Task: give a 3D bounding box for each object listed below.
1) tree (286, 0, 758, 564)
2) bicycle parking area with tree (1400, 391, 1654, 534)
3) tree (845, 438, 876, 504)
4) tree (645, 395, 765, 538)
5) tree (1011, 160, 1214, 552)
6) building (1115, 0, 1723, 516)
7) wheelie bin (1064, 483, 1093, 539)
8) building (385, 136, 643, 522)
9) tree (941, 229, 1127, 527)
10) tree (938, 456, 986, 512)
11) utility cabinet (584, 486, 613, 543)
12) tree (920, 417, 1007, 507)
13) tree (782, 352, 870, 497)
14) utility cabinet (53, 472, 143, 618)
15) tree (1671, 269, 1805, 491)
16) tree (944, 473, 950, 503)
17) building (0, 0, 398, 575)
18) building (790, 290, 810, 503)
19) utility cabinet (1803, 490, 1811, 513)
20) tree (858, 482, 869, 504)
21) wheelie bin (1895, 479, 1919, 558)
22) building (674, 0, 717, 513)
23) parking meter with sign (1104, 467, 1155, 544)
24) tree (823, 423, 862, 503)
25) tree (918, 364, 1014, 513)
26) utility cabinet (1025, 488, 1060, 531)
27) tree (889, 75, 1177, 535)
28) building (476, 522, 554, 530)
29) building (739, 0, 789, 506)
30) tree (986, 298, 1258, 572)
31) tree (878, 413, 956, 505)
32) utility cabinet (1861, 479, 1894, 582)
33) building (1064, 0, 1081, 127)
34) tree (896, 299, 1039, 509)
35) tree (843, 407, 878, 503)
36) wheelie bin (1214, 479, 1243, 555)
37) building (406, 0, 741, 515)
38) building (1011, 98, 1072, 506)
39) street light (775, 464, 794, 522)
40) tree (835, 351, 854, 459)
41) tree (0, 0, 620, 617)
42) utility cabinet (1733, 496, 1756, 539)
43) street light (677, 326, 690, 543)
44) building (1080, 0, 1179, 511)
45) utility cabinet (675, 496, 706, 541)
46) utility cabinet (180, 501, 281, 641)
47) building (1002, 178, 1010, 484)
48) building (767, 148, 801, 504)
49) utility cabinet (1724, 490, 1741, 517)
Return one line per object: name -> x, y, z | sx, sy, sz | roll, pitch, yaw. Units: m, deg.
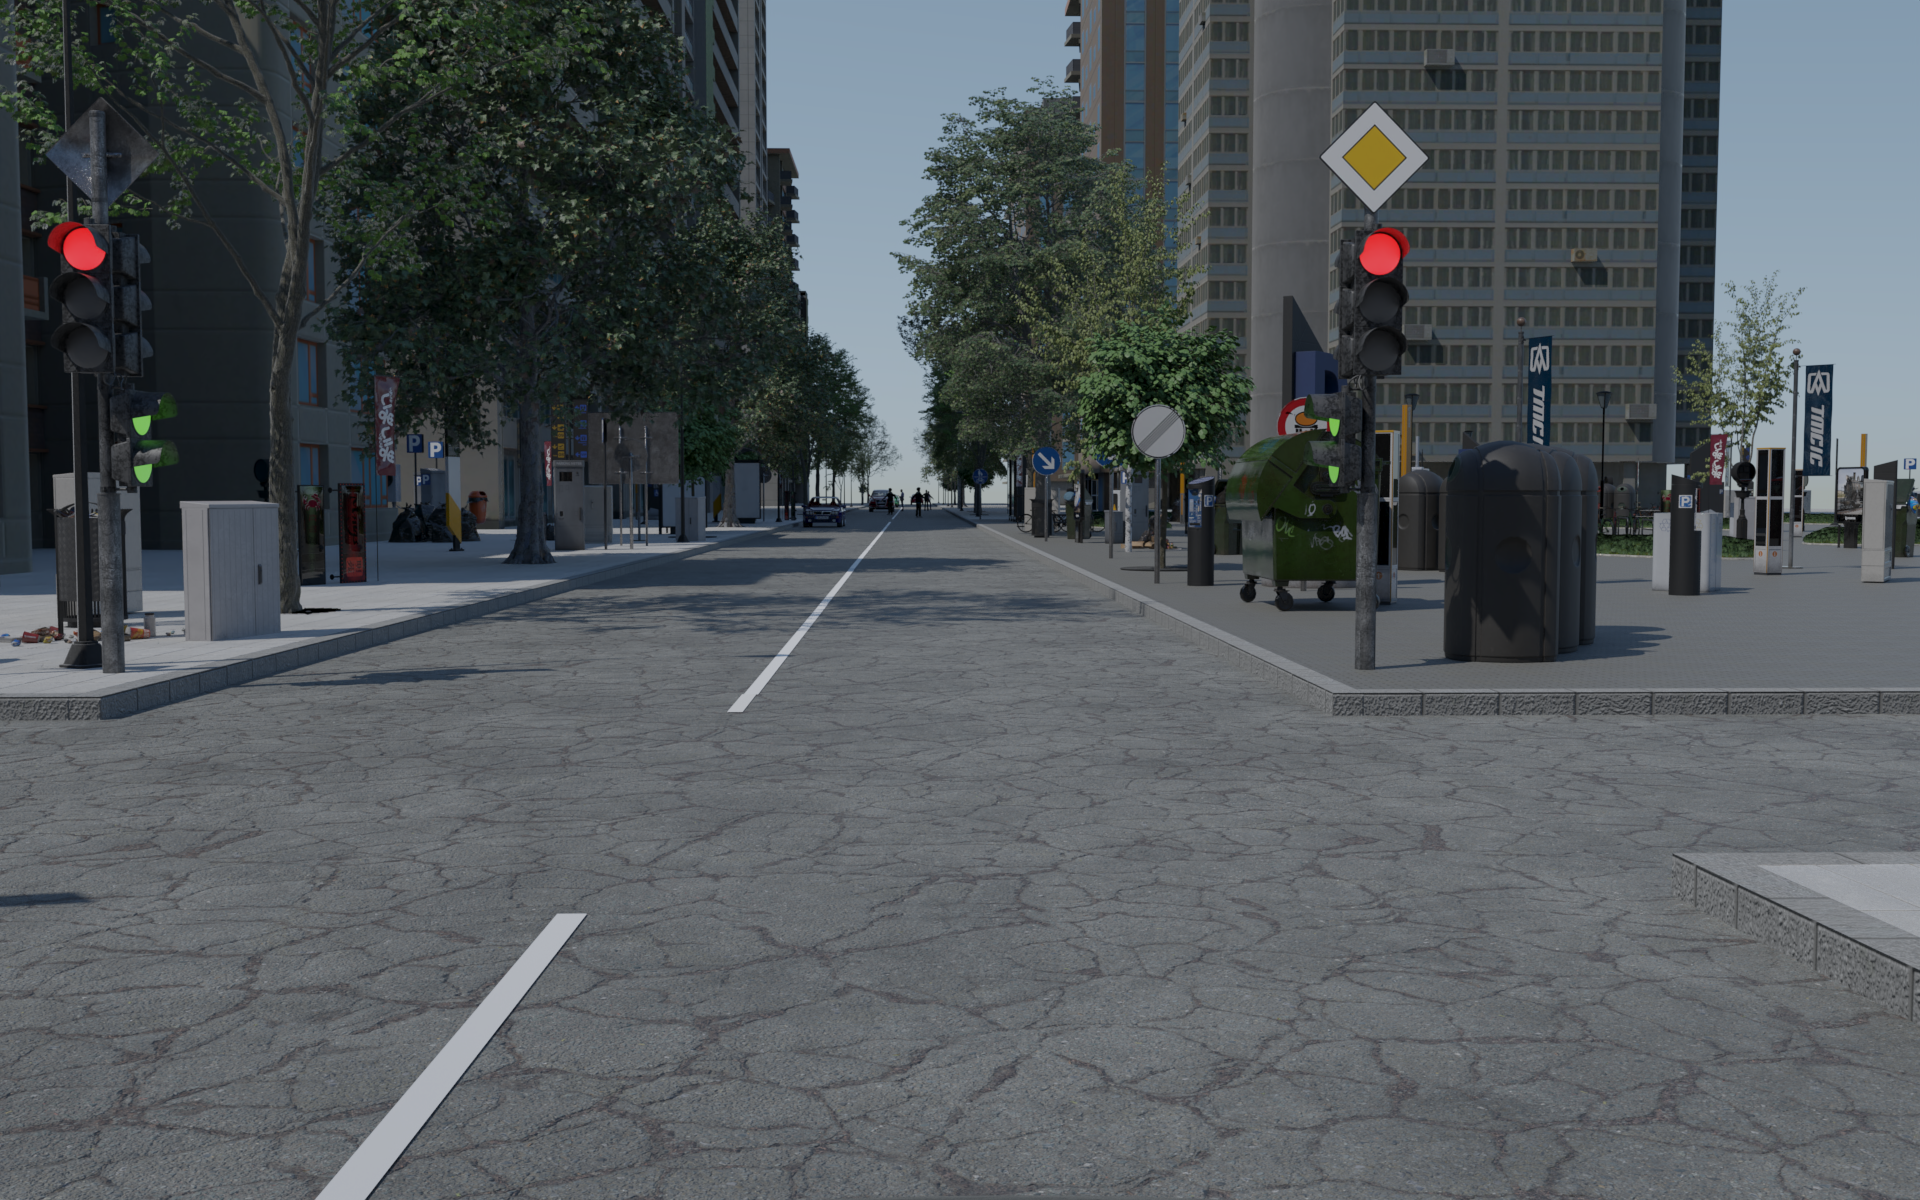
tree -> -7.936, -7.024, 31.854 | 9.611, 12.733, 9.660 | 0, 3, 0
bicycle parking area with tree -> 15.358, -3.781, 48.823 | 8.231, 4.147, 9.016 | 2, 4, 26
tree -> -13.045, -17.047, 229.084 | 4.360, 8.622, 3.978 | 0, 3, 0
tree -> -7.966, -4.114, 50.981 | 4.285, 4.588, 4.351 | 0, 3, 0
tree -> 3.570, -5.378, 38.291 | 4.737, 8.622, 4.395 | 0, 3, 0
building -> 25.773, -24.993, 100.523 | 32.217, 40.220, 23.993 | 0, 4, -2
wheelie bin -> 3.344, -2.527, 49.225 | 0.693, 1.594, 0.980 | 2, 4, 26
building -> -28.091, -28.950, 97.038 | 21.300, 48.544, 21.600 | 0, 4, -2
tree -> 2.844, -8.639, 67.008 | 9.928, 11.665, 9.643 | 0, 3, 0
tree -> 1.203, -8.766, 127.044 | 4.285, 4.588, 4.351 | 0, 3, 0
utility cabinet -> -9.618, -2.218, 44.936 | 1.173, 1.500, 0.318 | 0, 4, -6
tree -> 0.375, -15.638, 172.692 | 9.611, 12.733, 9.660 | 0, 3, 0
tree -> -10.323, -12.986, 130.451 | 7.486, 12.596, 7.792 | 0, 3, 0
utility cabinet -> -9.013, -0.577, 18.117 | 0.318, 1.500, 1.173 | 0, 4, 2
tree -> 26.048, -6.558, 57.579 | 4.737, 8.622, 4.395 | 0, 3, 0
tree -> -1.771, -17.534, 237.048 | 4.360, 8.622, 3.978 | 0, 3, 0
building -> -29.217, -11.513, 33.278 | 27.650, 21.520, 28.899 | 0, 4, -2
building -> -28.058, -28.427, 236.486 | 14.160, 30.474, 14.107 | 0, 4, -2
utility cabinet -> 40.882, -4.601, 83.909 | 0.318, 1.500, 1.173 | 3, 5, 44
tree -> -13.106, -14.759, 235.909 | 1.663, 3.219, 1.824 | 0, 3, 0
wheelie bin -> 19.069, -1.676, 35.316 | 0.693, 1.594, 0.980 | -3, 5, -41
building -> -24.064, -26.407, 115.347 | 14.154, 41.232, 14.086 | 0, 4, -2
parking meter with sign -> 4.523, -2.988, 45.107 | 1.738, 3.016, 0.543 | -3, 5, -40
tree -> -10.946, -12.729, 158.486 | 4.737, 8.622, 4.395 | 0, 3, 0
tree -> 0.774, -12.101, 115.980 | 7.486, 12.596, 7.792 | 0, 3, 0
utility cabinet -> 2.816, -3.089, 59.181 | 1.173, 1.500, 0.318 | 1, 4, 15
tree -> 2.674, -8.981, 53.499 | 9.857, 13.997, 8.962 | 0, 3, 0
building -> -27.596, -27.378, 71.338 | 21.300, 48.544, 21.600 | 0, 4, -2
building -> -29.359, -45.884, 188.454 | 20.563, 71.187, 20.611 | 0, 4, -2
tree -> 3.406, -2.779, 29.155 | 4.285, 4.588, 4.351 | 0, 3, 0
tree -> -0.665, -17.590, 197.969 | 12.009, 13.543, 11.850 | 0, 3, 0
utility cabinet -> 13.467, -1.022, 25.391 | 0.318, 1.500, 1.173 | 2, 4, 33
building -> 19.954, -29.735, 140.796 | 22.147, 44.769, 28.867 | 0, 4, -2
tree -> 1.173, -17.984, 149.924 | 12.611, 20.169, 13.585 | 0, 3, 0
tree -> -13.215, -20.518, 245.831 | 12.009, 13.543, 11.850 | 0, 3, 0
wheelie bin -> 5.708, -1.755, 36.609 | 0.980, 1.594, 0.693 | -2, 4, -30
building -> -28.542, -31.139, 132.819 | 21.300, 48.544, 21.600 | 0, 4, -2
building -> 13.882, -33.444, 196.925 | 14.600, 45.320, 14.200 | 0, 4, -2
street light -> -7.726, -6.503, 78.871 | 1.470, 5.913, 1.316 | 0, 4, -2
tree -> -8.790, -9.154, 66.674 | 9.611, 12.733, 9.660 | 0, 3, 0
tree -> -7.153, -5.664, 18.358 | 9.928, 11.665, 9.643 | 0, 3, 0
utility cabinet -> 21.827, -2.229, 47.604 | 1.020, 1.237, 0.306 | 0, 4, -2
street light -> -6.809, -4.480, 45.784 | 1.470, 5.913, 1.316 | 0, 4, -2
building -> 15.822, -28.688, 119.166 | 14.600, 45.320, 14.200 | 0, 4, -2
utility cabinet -> -7.368, -2.210, 47.297 | 1.020, 1.237, 0.306 | 3, 5, 44
utility cabinet -> -6.525, -0.269, 15.555 | 0.306, 1.237, 1.020 | 1, 4, 12
building -> 17.130, -35.357, 232.710 | 22.147, 44.769, 28.867 | 0, 4, -2
building -> -31.298, -34.217, 214.076 | 22.147, 44.769, 28.867 | 0, 4, -2
utility cabinet -> 37.441, -4.582, 83.600 | 1.173, 1.500, 0.318 | 0, 4, -3
